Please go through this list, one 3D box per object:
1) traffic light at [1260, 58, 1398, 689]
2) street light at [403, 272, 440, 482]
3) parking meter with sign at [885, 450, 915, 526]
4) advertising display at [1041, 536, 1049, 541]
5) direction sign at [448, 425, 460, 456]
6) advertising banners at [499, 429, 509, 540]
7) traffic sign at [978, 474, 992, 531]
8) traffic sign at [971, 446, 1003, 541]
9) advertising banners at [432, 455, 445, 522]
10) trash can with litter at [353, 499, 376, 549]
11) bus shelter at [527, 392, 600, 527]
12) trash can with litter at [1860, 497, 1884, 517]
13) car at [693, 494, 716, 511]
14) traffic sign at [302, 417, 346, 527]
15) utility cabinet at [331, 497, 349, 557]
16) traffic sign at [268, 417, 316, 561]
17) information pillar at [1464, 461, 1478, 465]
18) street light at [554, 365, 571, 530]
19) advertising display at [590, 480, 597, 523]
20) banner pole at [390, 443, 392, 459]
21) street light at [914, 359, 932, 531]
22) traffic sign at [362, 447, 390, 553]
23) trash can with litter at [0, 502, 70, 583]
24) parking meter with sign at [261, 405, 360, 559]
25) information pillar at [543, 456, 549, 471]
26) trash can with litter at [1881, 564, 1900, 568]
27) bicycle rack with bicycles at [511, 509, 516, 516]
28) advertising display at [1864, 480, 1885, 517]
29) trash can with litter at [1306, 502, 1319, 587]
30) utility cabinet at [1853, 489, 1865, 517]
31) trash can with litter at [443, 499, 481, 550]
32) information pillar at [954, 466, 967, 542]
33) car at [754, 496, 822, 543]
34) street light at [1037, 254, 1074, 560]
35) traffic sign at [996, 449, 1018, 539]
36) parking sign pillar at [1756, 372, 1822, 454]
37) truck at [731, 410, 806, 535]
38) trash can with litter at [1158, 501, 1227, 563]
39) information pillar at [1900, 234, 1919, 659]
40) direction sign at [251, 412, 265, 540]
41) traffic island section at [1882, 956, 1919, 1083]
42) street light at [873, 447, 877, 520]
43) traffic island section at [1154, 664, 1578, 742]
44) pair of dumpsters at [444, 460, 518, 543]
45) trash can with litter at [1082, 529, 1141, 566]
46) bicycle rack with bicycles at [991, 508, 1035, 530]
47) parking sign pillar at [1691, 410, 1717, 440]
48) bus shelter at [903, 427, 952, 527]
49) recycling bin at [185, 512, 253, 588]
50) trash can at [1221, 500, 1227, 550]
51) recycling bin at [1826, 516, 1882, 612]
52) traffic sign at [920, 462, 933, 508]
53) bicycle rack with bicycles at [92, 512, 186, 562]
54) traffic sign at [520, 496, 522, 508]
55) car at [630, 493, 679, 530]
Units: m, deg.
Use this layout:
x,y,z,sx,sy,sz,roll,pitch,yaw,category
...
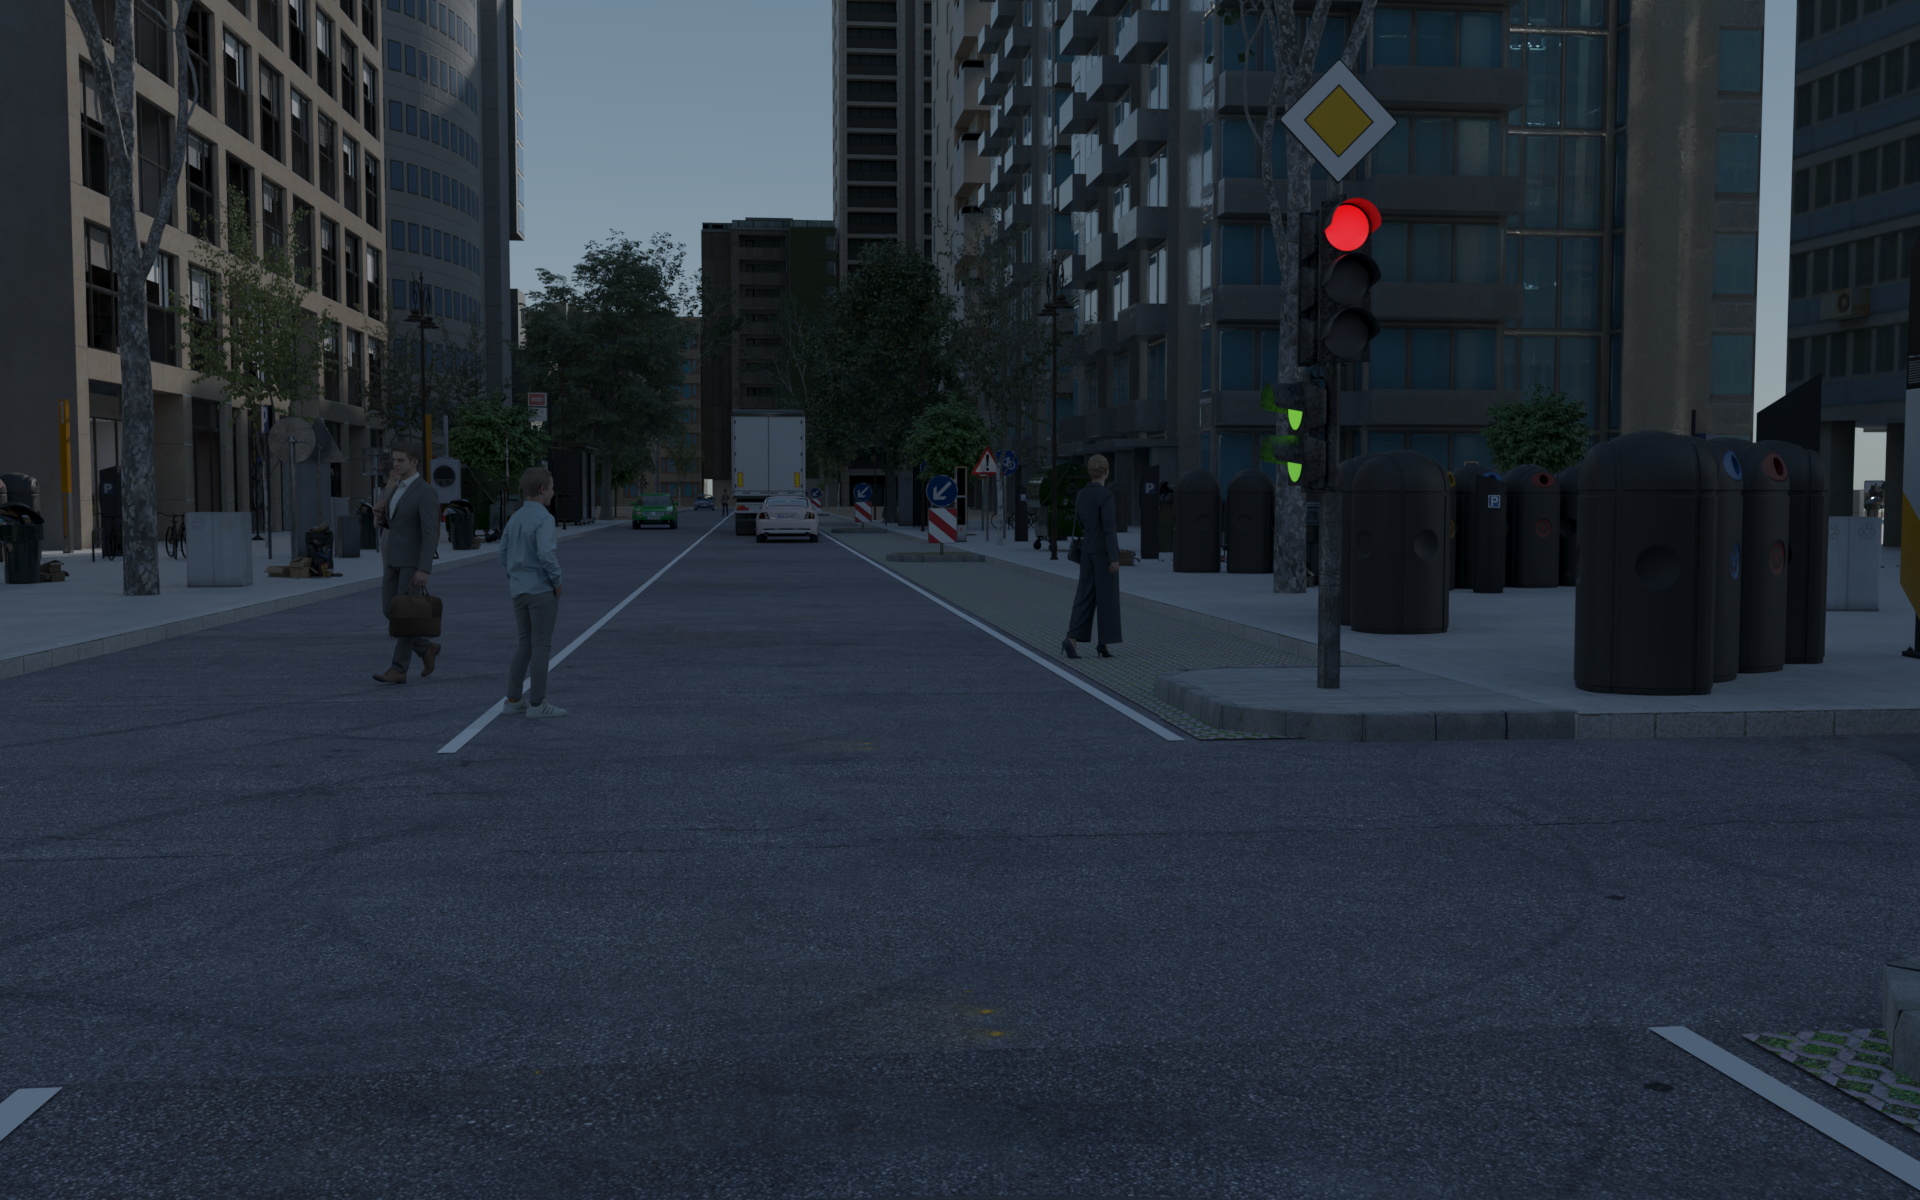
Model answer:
x,y,z,sx,sy,sz,roll,pitch,yaw,category
2.422,-1.372,11.358,0.839,4.253,0.868,0,4,-7,traffic light
-11.191,-3.875,36.148,0.468,5.910,1.993,0,4,-7,street light
-2.128,-4.454,69.085,1.738,3.016,0.543,0,4,-1,parking meter with sign
2.358,-2.582,47.429,0.123,1.923,0.974,-1,4,-12,advertising display
-16.600,-3.974,56.966,0.379,3.537,0.876,0,4,7,direction sign
-12.056,-3.038,45.861,0.090,3.025,2.074,-1,4,-9,advertising banners
0.792,-3.660,59.942,0.768,2.556,0.104,0,4,-3,traffic sign
0.747,-2.882,47.124,0.884,2.594,0.081,0,4,-2,traffic sign
-23.407,-5.042,78.617,0.090,3.025,2.074,1,4,21,advertising banners
-13.535,-1.768,40.297,1.055,1.170,0.624,-2,4,-24,trash can with litter
-16.252,-5.713,71.039,2.179,5.291,8.768,0,4,-7,bus shelter
39.196,-3.870,74.665,1.055,1.170,0.624,-1,4,-20,trash can with litter
-22.254,-8.491,150.827,2.014,1.417,4.499,0,4,-8,car
-10.756,-1.779,29.091,0.884,2.594,0.081,0,4,-1,traffic sign
-12.854,-1.515,35.938,0.306,1.237,1.020,-2,4,-23,utility cabinet
-11.007,-1.740,28.550,0.768,2.556,0.104,0,4,-4,traffic sign
11.501,-2.114,39.057,0.304,2.012,0.304,1,4,15,information pillar
-14.285,-5.479,62.372,0.468,5.910,1.993,0,4,-7,street light
-16.785,-4.460,78.129,0.974,1.923,0.123,2,4,34,advertising display
-27.015,-5.637,82.188,0.401,3.779,0.863,-1,4,-23,banner pole
-1.275,-5.295,59.355,0.468,5.910,1.993,0,4,-7,street light
-12.766,-2.189,37.917,0.606,2.300,0.079,0,4,-4,traffic sign
-13.458,-0.836,25.053,0.624,1.170,1.055,1,4,9,trash can with litter
-12.896,-2.336,34.462,1.738,3.016,0.543,-2,4,-35,parking meter with sign
-18.717,-5.345,78.745,0.504,3.616,0.183,1,4,18,information pillar
15.476,-1.202,30.708,2.233,1.210,1.678,3,4,38,trash can with litter
-20.693,-3.805,75.600,2.852,0.926,2.925,-3,5,-44,bicycle rack with bicycles
42.600,-4.619,80.736,0.123,1.923,0.974,-2,4,-27,advertising display
4.894,-0.781,24.162,0.624,1.170,1.055,2,4,25,trash can with litter
39.108,-4.126,76.136,0.318,1.500,1.173,-2,4,-25,utility cabinet
-11.472,-1.750,39.995,0.624,1.170,1.055,0,4,2,trash can with litter
0.017,-2.553,46.234,0.304,2.012,0.304,0,4,-6,information pillar
-5.221,-2.454,52.491,2.083,1.381,4.827,0,4,-5,car
1.835,-3.718,33.581,0.468,5.910,1.993,0,4,-7,street light
1.272,-3.014,49.392,0.768,2.556,0.104,0,4,-5,traffic sign
18.490,-3.073,38.720,1.447,3.967,1.447,2,4,25,parking sign pillar
-6.985,-4.553,63.350,2.839,4.237,11.283,0,4,-6,truck
4.903,-1.346,33.066,2.233,1.210,1.678,0,4,4,trash can with litter
7.548,-1.355,13.517,0.183,3.616,0.504,0,4,1,information pillar
-19.492,-3.424,47.975,0.379,3.537,0.876,-1,4,-11,direction sign
3.401,1.146,3.547,2.009,0.180,2.903,0,4,-7,traffic island section
-4.192,-6.883,85.323,0.468,5.910,1.993,0,4,-7,street light
2.463,0.661,11.477,2.009,0.180,2.903,0,4,-7,traffic island section
-13.152,-2.745,47.380,1.574,2.255,4.437,0,4,-7,pair of dumpsters
2.718,-1.207,31.122,1.055,1.170,0.624,1,4,14,trash can with litter
2.570,-3.039,63.077,2.925,0.926,2.852,0,4,7,bicycle rack with bicycles
23.967,-4.115,55.744,1.447,3.967,1.447,-3,5,-44,parking sign pillar
-0.975,-4.430,63.716,1.731,3.624,6.357,0,4,-7,bus shelter
-10.317,-0.708,24.135,0.722,1.027,0.722,-1,4,-10,recycling bin
6.218,-1.703,39.492,0.748,1.137,0.748,0,3,0,trash can
9.737,-0.411,19.272,0.722,1.027,0.722,0,4,6,recycling bin
-0.929,-3.482,57.040,0.768,2.556,0.104,0,4,-4,traffic sign
-15.788,-1.262,34.020,2.852,0.926,2.925,-1,4,-20,bicycle rack with bicycles
-15.351,-3.703,60.545,0.884,2.594,0.081,0,4,0,traffic sign
-12.589,-3.835,71.498,1.959,1.807,4.718,-1,4,-8,car
